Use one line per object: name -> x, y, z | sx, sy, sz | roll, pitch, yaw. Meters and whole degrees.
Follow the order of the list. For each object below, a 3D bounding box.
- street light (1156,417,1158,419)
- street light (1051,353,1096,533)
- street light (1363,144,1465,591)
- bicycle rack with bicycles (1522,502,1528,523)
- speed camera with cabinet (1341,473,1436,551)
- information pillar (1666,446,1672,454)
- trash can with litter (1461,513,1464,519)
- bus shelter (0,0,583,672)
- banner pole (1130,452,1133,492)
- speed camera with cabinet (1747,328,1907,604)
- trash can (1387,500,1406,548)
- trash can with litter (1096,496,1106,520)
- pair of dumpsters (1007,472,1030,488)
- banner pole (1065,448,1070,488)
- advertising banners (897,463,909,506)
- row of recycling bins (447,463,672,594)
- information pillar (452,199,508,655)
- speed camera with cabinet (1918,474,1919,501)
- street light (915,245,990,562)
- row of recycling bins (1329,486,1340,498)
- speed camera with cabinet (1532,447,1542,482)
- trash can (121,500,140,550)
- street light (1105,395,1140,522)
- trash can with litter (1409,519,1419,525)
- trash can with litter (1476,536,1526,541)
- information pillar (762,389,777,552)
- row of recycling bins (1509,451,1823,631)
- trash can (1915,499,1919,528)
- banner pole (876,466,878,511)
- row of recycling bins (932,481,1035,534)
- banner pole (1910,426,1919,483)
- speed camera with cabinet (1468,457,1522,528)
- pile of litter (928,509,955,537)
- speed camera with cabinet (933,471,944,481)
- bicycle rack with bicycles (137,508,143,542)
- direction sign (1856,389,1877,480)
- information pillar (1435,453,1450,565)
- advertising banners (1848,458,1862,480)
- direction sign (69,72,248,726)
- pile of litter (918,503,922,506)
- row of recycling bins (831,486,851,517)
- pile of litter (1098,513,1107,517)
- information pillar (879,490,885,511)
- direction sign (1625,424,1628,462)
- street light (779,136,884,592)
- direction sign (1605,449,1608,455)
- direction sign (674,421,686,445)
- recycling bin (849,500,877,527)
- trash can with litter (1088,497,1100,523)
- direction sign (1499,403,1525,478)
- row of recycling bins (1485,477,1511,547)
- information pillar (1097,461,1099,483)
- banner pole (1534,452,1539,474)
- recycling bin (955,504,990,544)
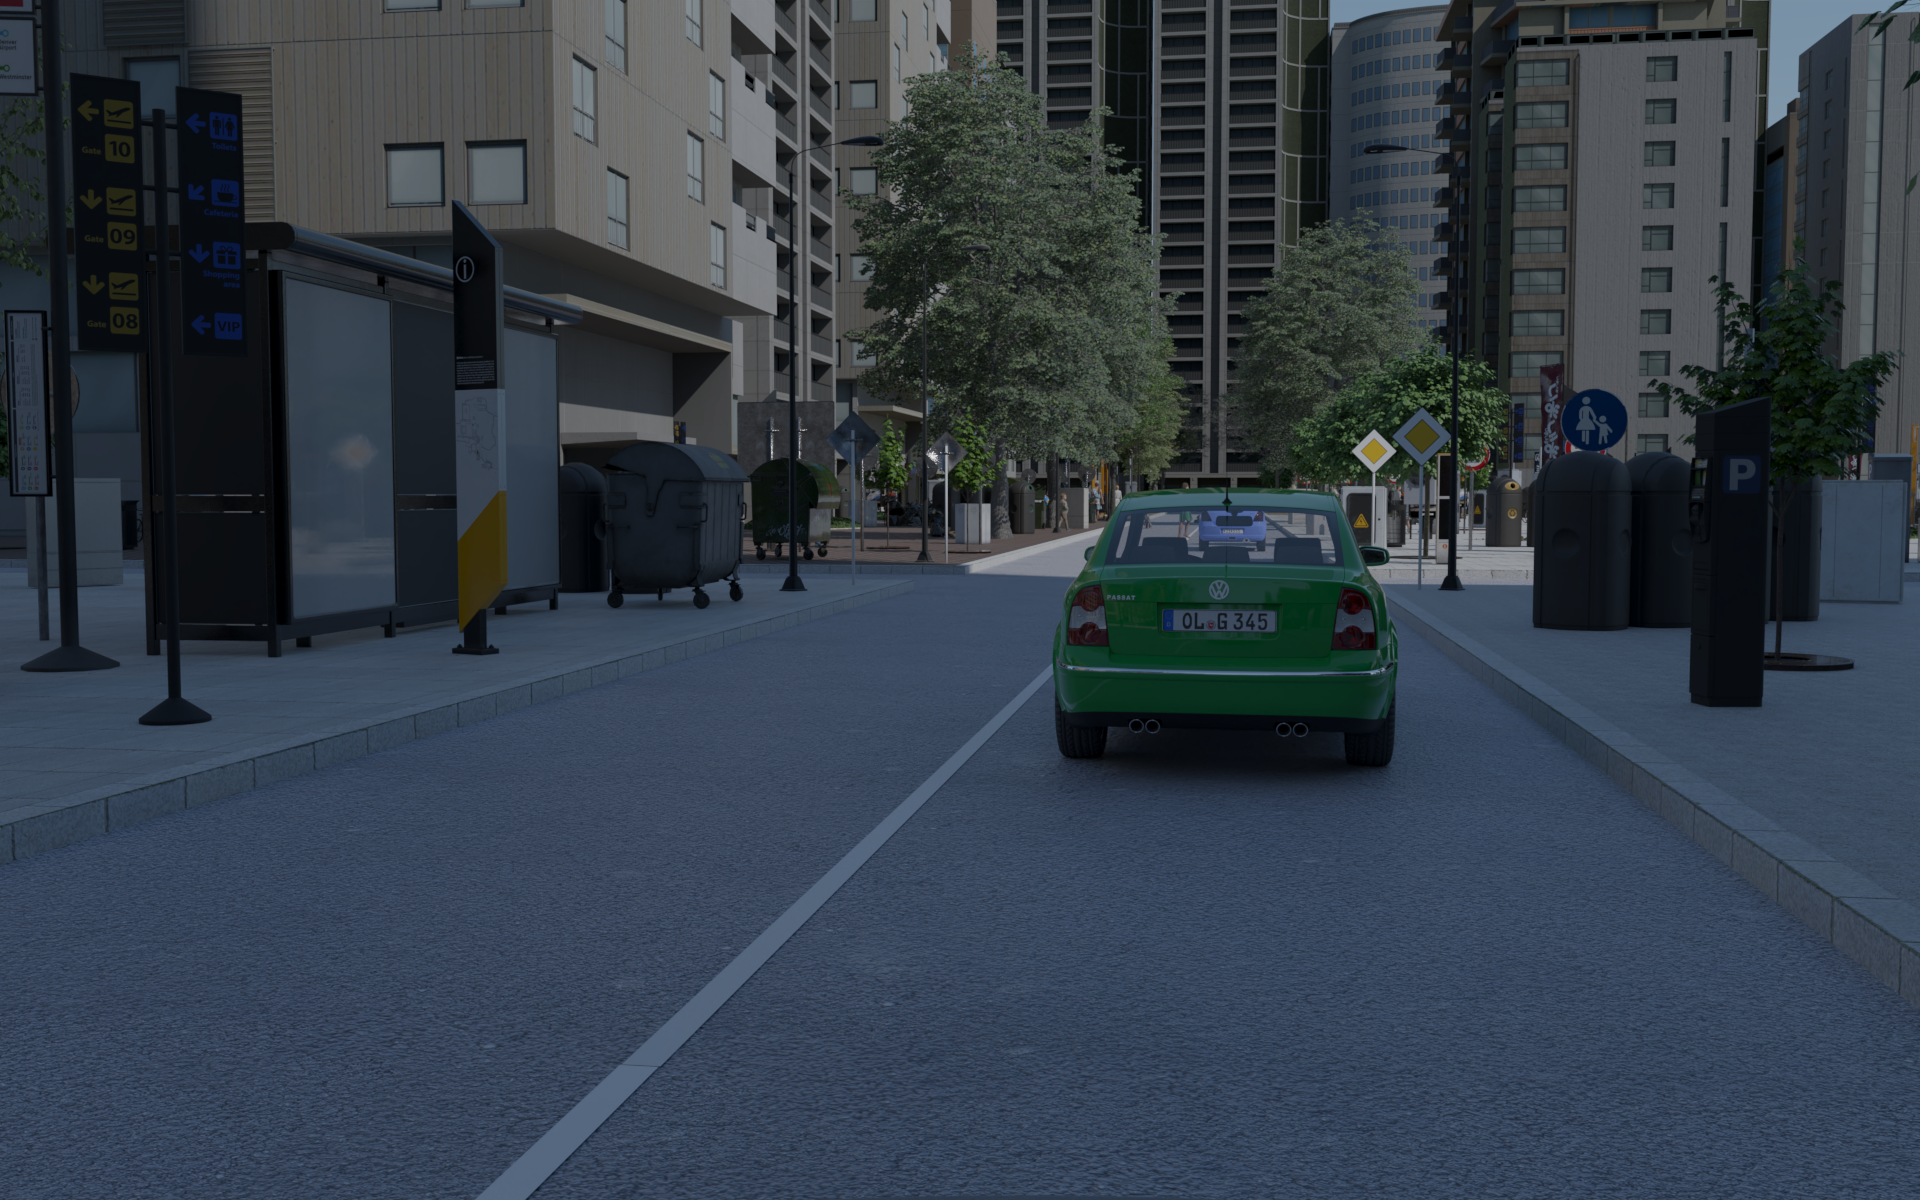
street light -> 11.371, -8.089, 104.790 | 1.470, 5.913, 1.316 | 1, 4, 9
street light -> 3.728, -5.149, 56.719 | 1.470, 5.913, 1.316 | 1, 4, 9
street light -> 6.036, -3.089, 23.052 | 1.470, 5.913, 1.316 | 1, 4, 9
bicycle rack with bicycles -> 24.651, -3.875, 76.730 | 2.852, 0.926, 2.925 | 0, 3, 0
speed camera with cabinet -> 9.594, -2.717, 38.765 | 2.038, 3.252, 0.660 | 1, 4, 18
information pillar -> 34.629, -5.718, 84.849 | 0.183, 3.616, 0.504 | -2, 4, -28
trash can with litter -> 25.981, -4.843, 90.571 | 0.624, 1.170, 1.055 | -2, 4, -35
bus shelter -> -5.917, -2.285, 14.990 | 2.179, 5.291, 8.768 | 1, 4, 9
banner pole -> 10.095, -6.867, 102.299 | 0.401, 3.779, 0.863 | 1, 4, 16
speed camera with cabinet -> 10.140, -1.612, 20.686 | 2.038, 3.252, 0.660 | 2, 4, 24
trash can -> 10.431, -1.839, 41.723 | 0.748, 1.137, 0.748 | 0, 3, 0
trash can with litter -> 6.705, -4.628, 86.726 | 2.233, 1.210, 1.678 | 2, 4, 32
pair of dumpsters -> 2.238, -4.464, 75.474 | 1.574, 2.255, 4.437 | 1, 4, 9
banner pole -> 5.160, -5.696, 83.150 | 0.401, 3.779, 0.863 | 1, 4, 21
advertising banners -> -3.444, -6.247, 98.323 | 0.090, 3.025, 2.074 | -3, 4, -37
row of recycling bins -> -5.396, -0.974, 23.030 | 3.534, 1.692, 1.069 | 2, 4, 23
information pillar -> -3.824, -1.371, 13.772 | 0.504, 3.616, 0.183 | 2, 4, 31
speed camera with cabinet -> 43.385, -5.102, 77.754 | 0.660, 3.252, 2.038 | 2, 4, 30
street light -> -0.131, -3.666, 32.481 | 1.470, 5.913, 1.316 | 1, 4, 9
row of recycling bins -> 21.158, -5.291, 93.615 | 3.534, 1.692, 1.069 | -3, 5, -41
speed camera with cabinet -> 24.864, -4.764, 72.225 | 0.660, 3.252, 2.038 | -2, 4, -31
trash can -> -19.255, -1.723, 39.832 | 0.748, 1.137, 0.748 | 0, 3, 0
street light -> 7.483, -6.618, 80.741 | 1.470, 5.913, 1.316 | 1, 4, 9
trash can with litter -> 18.988, -3.717, 72.163 | 1.055, 1.170, 0.624 | 0, 4, -4
trash can with litter -> 15.207, -2.249, 47.836 | 1.678, 1.210, 2.233 | 0, 4, -2
information pillar -> -4.289, -2.892, 38.631 | 0.504, 3.616, 0.183 | -3, 5, -39
row of recycling bins -> 7.188, -0.612, 17.125 | 3.534, 1.692, 1.069 | -2, 4, -26
trash can -> 30.256, -2.652, 55.020 | 0.748, 1.137, 0.748 | 0, 3, 0
banner pole -> -4.240, -6.309, 93.177 | 0.863, 3.779, 0.401 | 0, 4, -3
row of recycling bins -> 0.731, -2.937, 55.127 | 3.534, 1.692, 1.069 | -2, 4, -27
banner pole -> 35.225, -4.524, 63.986 | 0.401, 3.779, 0.863 | 1, 4, 11
speed camera with cabinet -> 20.250, -4.359, 65.603 | 0.660, 3.252, 2.038 | -2, 4, -33
pile of litter -> -0.467, -2.348, 52.350 | 1.176, 0.858, 1.719 | 0, 4, 6
speed camera with cabinet -> -1.504, -6.555, 101.516 | 0.660, 3.252, 2.038 | -2, 4, -28
bicycle rack with bicycles -> -21.526, -1.939, 45.086 | 2.852, 0.926, 2.925 | -2, 4, -27
direction sign -> 17.302, -2.530, 33.356 | 0.379, 3.537, 0.876 | -1, 4, -9
information pillar -> 8.812, -1.650, 31.472 | 0.304, 2.012, 0.304 | 1, 4, 11
advertising banners -> 32.642, -4.196, 64.800 | 2.074, 3.025, 0.090 | 2, 4, 32
direction sign -> -4.425, -1.080, 9.660 | 0.876, 3.537, 0.379 | -3, 4, -36
pile of litter -> -0.556, -3.113, 64.858 | 1.176, 0.858, 1.719 | 2, 4, 31
row of recycling bins -> -7.235, -4.866, 86.667 | 3.534, 1.692, 1.069 | 0, 4, -7
pile of litter -> 8.619, -5.539, 104.524 | 1.719, 0.858, 1.176 | -2, 4, -34
information pillar -> -4.915, -6.426, 109.561 | 0.304, 2.012, 0.304 | -2, 4, -26
direction sign -> 20.968, -3.826, 54.553 | 0.379, 3.537, 0.876 | 1, 4, 22
street light -> -1.676, -3.068, 22.698 | 1.470, 5.913, 1.316 | 1, 4, 9
direction sign -> 19.707, -3.771, 53.647 | 0.876, 3.537, 0.379 | -2, 4, -26
direction sign -> -8.742, -3.800, 54.127 | 0.379, 3.537, 0.876 | 1, 4, 14
recycling bin -> -3.698, -3.339, 67.148 | 0.722, 1.027, 0.722 | 2, 4, 35
trash can with litter -> 5.527, -3.934, 75.713 | 1.055, 1.170, 0.624 | -2, 4, -30
direction sign -> 13.823, -3.148, 43.466 | 0.379, 3.537, 0.876 | -2, 4, -24
row of recycling bins -> 14.480, -2.112, 41.649 | 3.534, 1.692, 1.069 | 1, 4, 18
information pillar -> 8.429, -7.024, 106.193 | 0.183, 3.616, 0.504 | 1, 4, 9
banner pole -> 30.200, -6.110, 89.917 | 0.863, 3.779, 0.401 | 2, 4, 31
recycling bin -> 0.330, -1.961, 44.613 | 0.722, 1.027, 0.722 | 1, 4, 22
